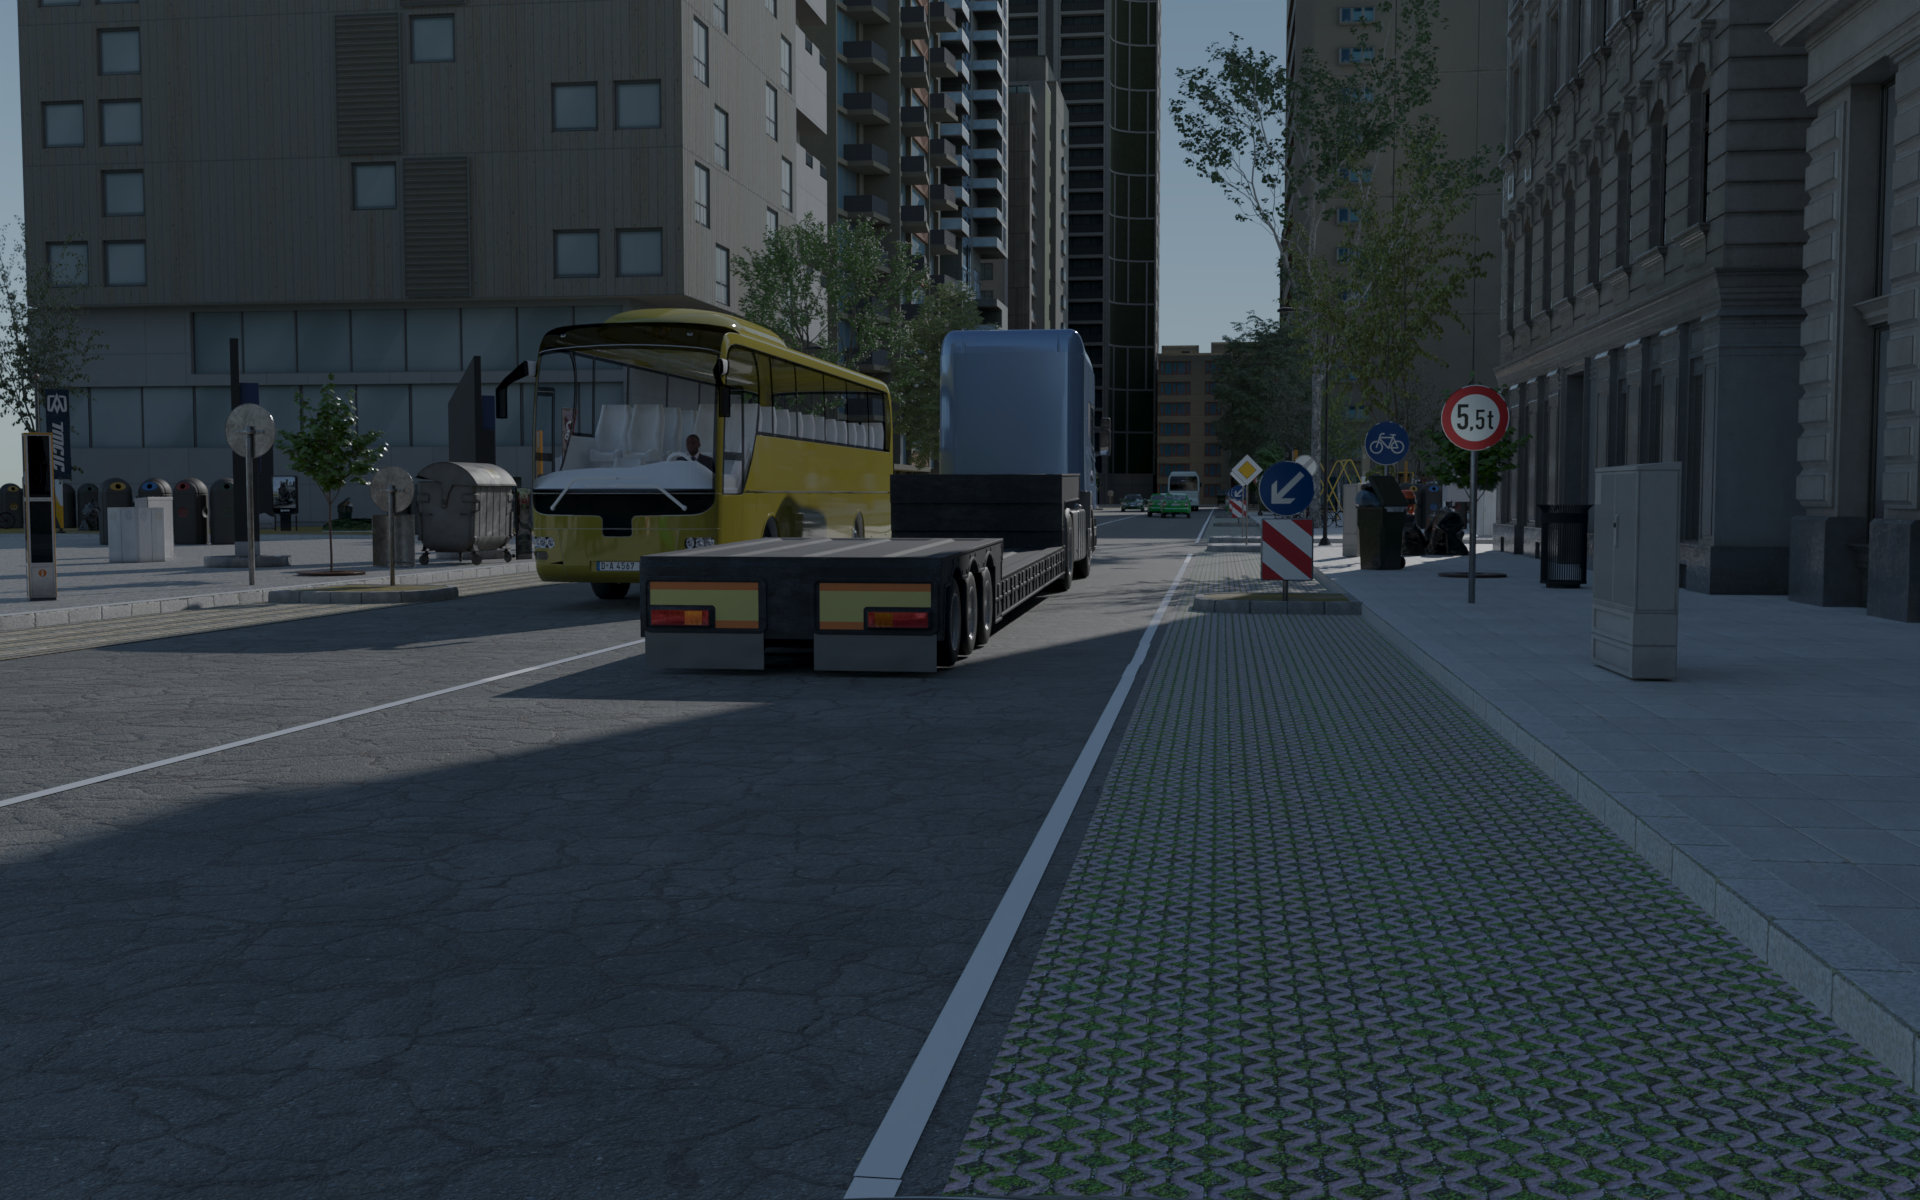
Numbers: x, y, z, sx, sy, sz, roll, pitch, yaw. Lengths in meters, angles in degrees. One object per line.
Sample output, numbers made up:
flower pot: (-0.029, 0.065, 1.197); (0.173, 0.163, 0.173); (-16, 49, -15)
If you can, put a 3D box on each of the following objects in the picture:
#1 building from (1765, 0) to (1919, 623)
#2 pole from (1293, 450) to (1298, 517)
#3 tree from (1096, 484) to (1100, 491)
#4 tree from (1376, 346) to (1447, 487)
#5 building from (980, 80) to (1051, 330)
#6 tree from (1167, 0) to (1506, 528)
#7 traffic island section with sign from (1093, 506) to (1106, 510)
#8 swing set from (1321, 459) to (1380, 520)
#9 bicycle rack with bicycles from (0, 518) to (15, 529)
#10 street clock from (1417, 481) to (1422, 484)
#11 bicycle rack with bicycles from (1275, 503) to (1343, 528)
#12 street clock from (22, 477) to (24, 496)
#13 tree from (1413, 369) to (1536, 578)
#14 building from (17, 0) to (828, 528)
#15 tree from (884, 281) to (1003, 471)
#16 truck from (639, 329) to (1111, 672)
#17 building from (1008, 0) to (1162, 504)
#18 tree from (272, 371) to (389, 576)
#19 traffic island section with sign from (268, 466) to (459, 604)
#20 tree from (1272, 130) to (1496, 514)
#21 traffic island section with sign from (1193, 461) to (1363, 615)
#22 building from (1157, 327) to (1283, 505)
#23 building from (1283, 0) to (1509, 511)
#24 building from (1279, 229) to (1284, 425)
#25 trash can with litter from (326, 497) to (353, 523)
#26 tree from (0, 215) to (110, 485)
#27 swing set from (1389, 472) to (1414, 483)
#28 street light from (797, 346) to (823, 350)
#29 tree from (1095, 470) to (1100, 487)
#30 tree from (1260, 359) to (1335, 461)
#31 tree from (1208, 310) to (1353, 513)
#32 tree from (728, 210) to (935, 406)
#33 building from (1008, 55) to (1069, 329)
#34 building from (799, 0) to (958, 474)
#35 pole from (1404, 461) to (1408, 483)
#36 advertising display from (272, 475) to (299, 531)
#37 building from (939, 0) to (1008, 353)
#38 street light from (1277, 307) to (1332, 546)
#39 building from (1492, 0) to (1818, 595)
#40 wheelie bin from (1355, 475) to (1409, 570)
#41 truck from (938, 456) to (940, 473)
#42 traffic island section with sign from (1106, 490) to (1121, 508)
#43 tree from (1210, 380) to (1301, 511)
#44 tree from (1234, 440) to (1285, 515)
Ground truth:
building: (13.334, -11.097, 10.318); (11.050, 23.489, 19.941); (1, 4, 9)
pole: (15.450, -5.259, 79.829); (0.158, 3.312, 0.155); (0, 3, 0)
tree: (13.705, -11.517, 182.905); (1.663, 3.219, 1.824); (0, 3, 0)
tree: (22.385, -8.243, 85.133); (4.360, 8.622, 3.978); (0, 3, 0)
building: (1.035, -29.583, 167.281); (14.154, 41.232, 14.086); (1, 4, 9)
tree: (14.417, -12.684, 63.278); (12.611, 20.169, 13.585); (0, 3, 0)
traffic island section with sign: (11.742, -8.895, 154.065); (1.989, 1.847, 2.006); (1, 4, 9)
swing set: (17.601, -5.014, 79.594); (2.862, 2.851, 3.119); (0, 4, 3)
bicycle rack with bicycles: (-35.981, -2.991, 62.285); (2.925, 0.926, 2.852); (0, 4, -7)
street clock: (25.826, -5.677, 97.394); (0.358, 2.002, 0.471); (0, 4, 4)
bicycle rack with bicycles: (13.528, -3.268, 66.810); (2.925, 0.926, 2.852); (-1, 4, -11)
street clock: (-39.109, -4.155, 72.510); (0.358, 2.002, 0.471); (-2, 4, -30)
tree: (7.965, -1.978, 26.944); (1.663, 3.219, 1.824); (0, 3, 0)
building: (-21.524, -29.880, 77.776); (28.713, 52.752, 27.495); (1, 4, 9)
tree: (-0.699, -10.678, 92.715); (7.486, 12.596, 7.792); (0, 3, 0)
truck: (0.006, -2.014, 22.692); (2.967, 4.110, 18.799); (1, 4, 8)
building: (15.073, -47.991, 222.901); (20.611, 71.187, 20.563); (1, 4, 9)
tree: (-9.830, -2.004, 27.369); (1.663, 3.219, 1.824); (0, 3, 0)
traffic island section with sign: (-7.944, -0.908, 23.471); (1.989, 1.847, 2.006); (1, 4, 9)
tree: (8.458, -5.144, 34.466); (4.737, 8.622, 4.395); (0, 3, 0)
traffic island section with sign: (3.905, -0.784, 21.441); (1.989, 1.847, 2.006); (1, 4, 9)
building: (40.602, -23.193, 224.241); (28.899, 21.520, 27.650); (1, 4, 9)
building: (37.701, -31.678, 141.645); (21.300, 48.544, 21.600); (1, 4, 9)
building: (41.846, -25.519, 188.941); (14.160, 30.474, 14.107); (1, 4, 9)
trash can with litter: (-22.907, -3.205, 63.796); (1.055, 1.170, 0.624); (-1, 4, -23)
tree: (-24.201, -5.799, 45.170); (4.360, 8.622, 3.978); (0, 3, 0)
swing set: (30.832, -7.672, 123.050); (3.119, 2.851, 2.862); (1, 4, 10)
street light: (-4.981, -5.006, 54.386); (1.470, 5.913, 1.316); (1, 4, 9)
tree: (13.466, -12.467, 187.553); (4.285, 4.588, 4.351); (0, 3, 0)
tree: (18.320, -8.877, 95.495); (4.360, 8.622, 3.978); (0, 3, 0)
tree: (21.910, -13.044, 119.917); (9.857, 13.997, 8.962); (0, 3, 0)
tree: (-4.999, -8.360, 62.435); (9.928, 11.665, 9.643); (0, 3, 0)
building: (0.476, -34.667, 190.503); (21.600, 48.544, 21.300); (1, 4, 9)
building: (-12.178, -28.044, 113.136); (22.147, 44.769, 28.867); (1, 4, 9)
pole: (27.321, -6.873, 106.217); (0.158, 3.312, 0.155); (0, 3, 0)
advertising display: (-23.430, -3.360, 60.143); (0.974, 1.923, 0.123); (1, 4, 15)
building: (-6.609, -50.864, 144.292); (22.319, 86.520, 31.000); (1, 4, 9)
street light: (8.580, -4.320, 43.170); (1.470, 5.913, 1.316); (1, 4, 9)
building: (15.500, -11.032, 29.518); (9.793, 20.994, 18.267); (1, 4, 9)
wheelie bin: (7.130, -1.317, 29.436); (0.980, 1.594, 0.693); (-2, 4, -35)
truck: (1.212, -4.501, 62.509); (2.839, 4.237, 11.283); (0, 4, 7)
traffic island section with sign: (15.759, -10.526, 180.721); (1.989, 1.847, 2.006); (1, 4, 9)
tree: (22.801, -11.980, 130.291); (8.767, 10.594, 7.601); (1, 4, 18)
tree: (19.113, -7.444, 105.423); (4.285, 4.588, 4.351); (0, 3, 0)
